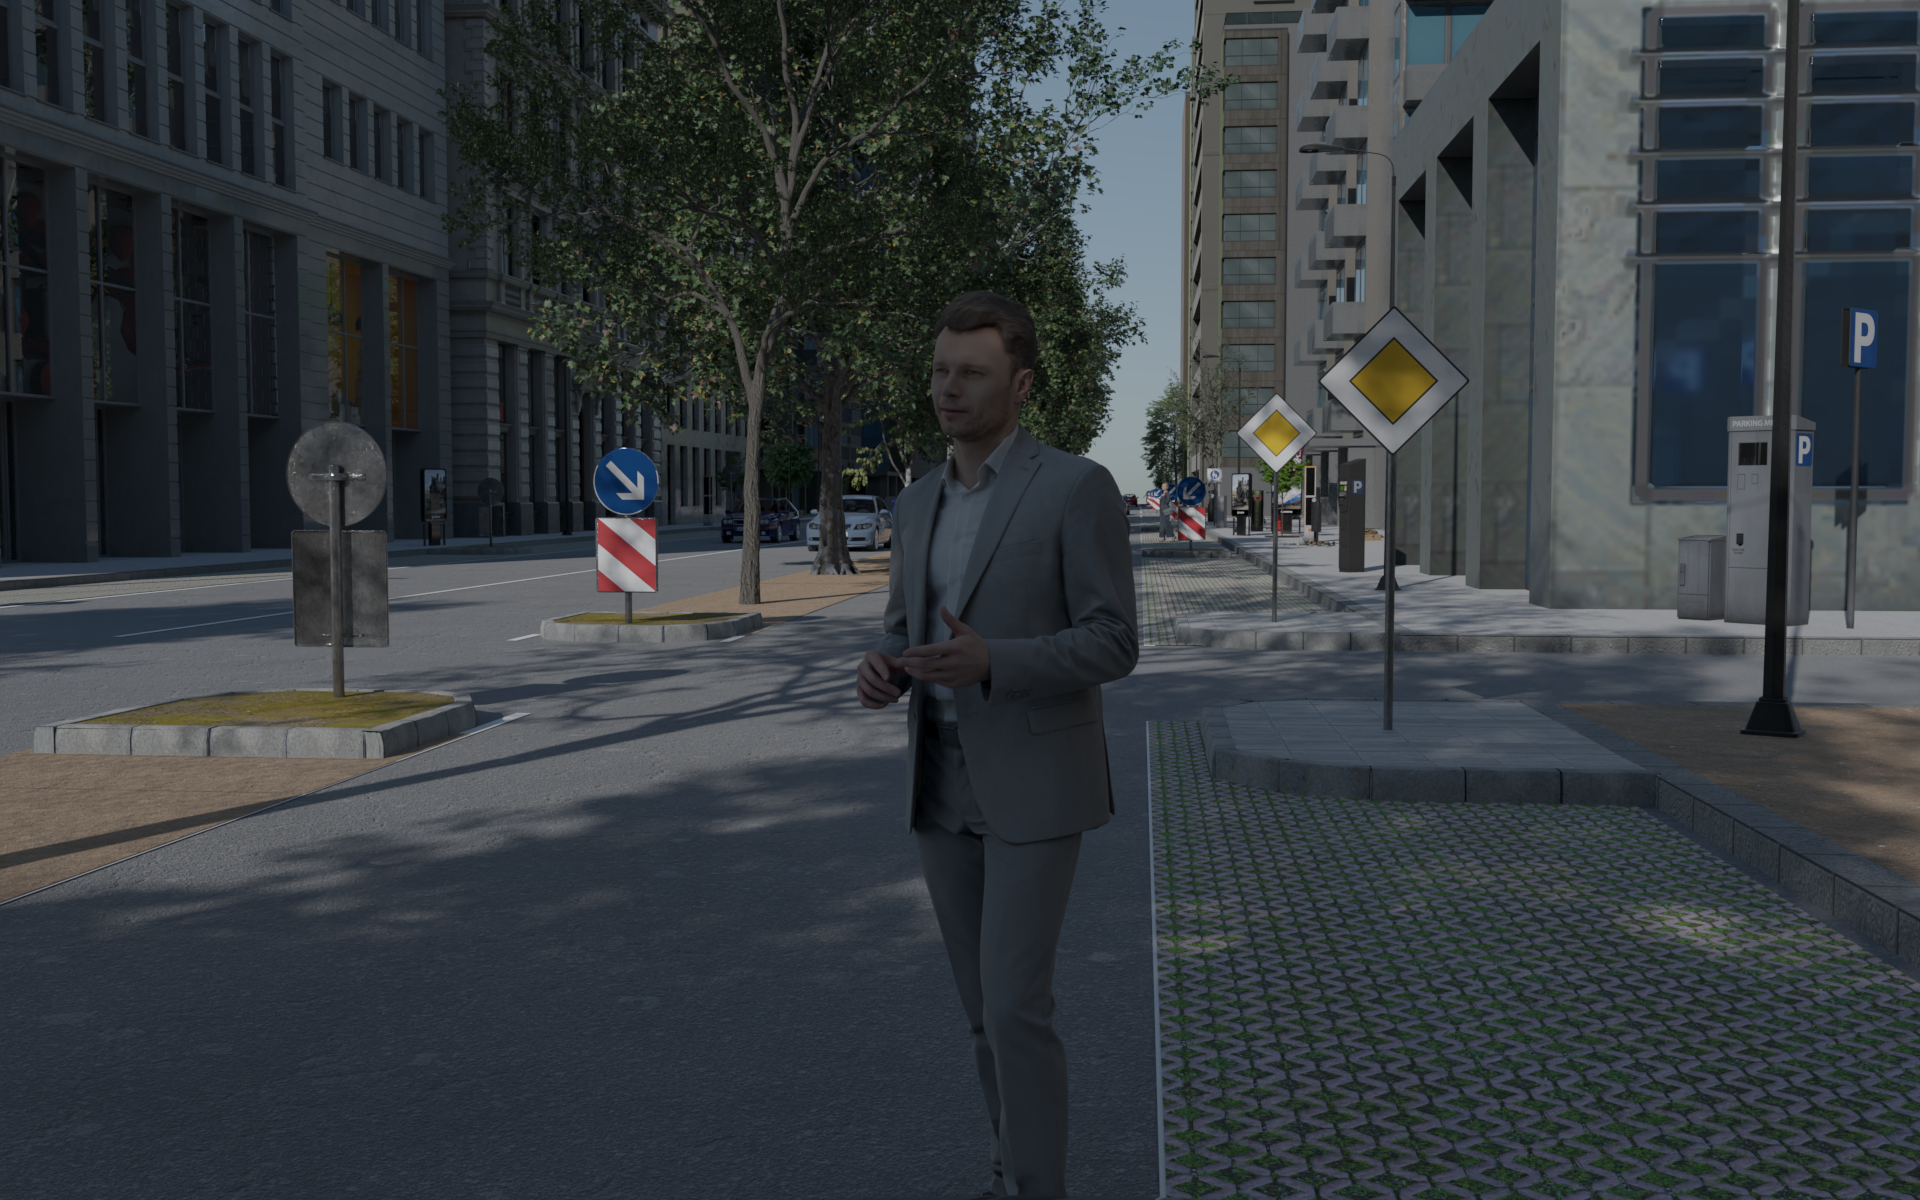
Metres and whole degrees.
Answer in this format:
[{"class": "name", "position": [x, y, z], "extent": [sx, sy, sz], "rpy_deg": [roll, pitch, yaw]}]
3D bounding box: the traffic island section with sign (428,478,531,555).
[{"class": "traffic island section with sign", "position": [-11.410, -2.009, 41.479], "extent": [1.989, 1.847, 2.006], "rpy_deg": [0, 4, 6]}]

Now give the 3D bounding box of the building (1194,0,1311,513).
[{"class": "building", "position": [27.857, -30.657, 124.939], "extent": [21.300, 48.544, 21.600], "rpy_deg": [0, 4, 6]}]

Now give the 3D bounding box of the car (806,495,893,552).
[{"class": "car", "position": [-2.764, -1.998, 44.663], "extent": [2.014, 1.417, 4.499], "rpy_deg": [0, 4, 6]}]

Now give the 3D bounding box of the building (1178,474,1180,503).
[{"class": "building", "position": [41.152, -56.233, 232.084], "extent": [22.319, 86.520, 31.000], "rpy_deg": [0, 4, 6]}]

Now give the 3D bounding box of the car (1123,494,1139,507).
[{"class": "car", "position": [19.085, -11.369, 194.925], "extent": [2.155, 1.783, 4.494], "rpy_deg": [0, 4, 5]}]

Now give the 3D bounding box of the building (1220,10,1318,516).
[{"class": "building", "position": [23.034, -20.532, 107.405], "extent": [14.160, 30.474, 14.107], "rpy_deg": [0, 4, 6]}]

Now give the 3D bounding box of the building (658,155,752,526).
[{"class": "building", "position": [-16.291, -13.659, 78.083], "extent": [10.420, 20.320, 16.860], "rpy_deg": [0, 4, 6]}]

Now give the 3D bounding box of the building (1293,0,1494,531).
[{"class": "building", "position": [25.297, -27.439, 68.243], "extent": [23.786, 49.044, 30.456], "rpy_deg": [0, 4, 6]}]

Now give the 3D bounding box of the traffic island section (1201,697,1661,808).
[{"class": "traffic island section", "position": [2.352, 0.785, 9.443], "extent": [2.009, 0.180, 2.903], "rpy_deg": [0, 4, 6]}]

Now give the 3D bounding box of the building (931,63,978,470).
[{"class": "building", "position": [-13.170, -36.944, 193.276], "extent": [28.713, 52.752, 27.495], "rpy_deg": [0, 4, 6]}]

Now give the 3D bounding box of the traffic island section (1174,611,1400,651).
[{"class": "traffic island section", "position": [3.176, 0.299, 17.386], "extent": [2.009, 0.180, 2.903], "rpy_deg": [0, 4, 6]}]

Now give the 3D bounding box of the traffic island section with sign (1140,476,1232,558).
[{"class": "traffic island section with sign", "position": [5.146, -1.887, 39.488], "extent": [1.989, 1.847, 2.006], "rpy_deg": [0, 4, 6]}]

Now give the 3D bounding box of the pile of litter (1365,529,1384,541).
[{"class": "pile of litter", "position": [11.286, -2.097, 48.245], "extent": [1.176, 0.858, 1.719], "rpy_deg": [3, 5, 40]}]

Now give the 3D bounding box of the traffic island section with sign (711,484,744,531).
[{"class": "traffic island section with sign", "position": [-8.628, -3.649, 68.291], "extent": [1.989, 1.847, 2.006], "rpy_deg": [0, 4, 6]}]

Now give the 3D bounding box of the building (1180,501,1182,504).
[{"class": "building", "position": [37.355, -35.647, 206.523], "extent": [21.300, 48.544, 21.600], "rpy_deg": [0, 4, 6]}]

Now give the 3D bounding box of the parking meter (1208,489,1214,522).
[{"class": "parking meter", "position": [11.663, -4.392, 80.225], "extent": [0.372, 1.533, 0.369], "rpy_deg": [0, 3, 0]}]

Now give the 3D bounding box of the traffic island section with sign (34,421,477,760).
[{"class": "traffic island section with sign", "position": [-3.993, -0.135, 10.339], "extent": [2.006, 1.907, 1.989], "rpy_deg": [0, 4, 6]}]

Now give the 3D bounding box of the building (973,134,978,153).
[{"class": "building", "position": [-7.052, -36.833, 221.832], "extent": [23.786, 49.044, 30.456], "rpy_deg": [0, 4, 6]}]

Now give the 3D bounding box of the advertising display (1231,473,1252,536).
[{"class": "advertising display", "position": [8.665, -2.940, 53.291], "extent": [0.123, 1.923, 0.974], "rpy_deg": [-2, 4, -24]}]

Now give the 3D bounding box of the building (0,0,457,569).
[{"class": "building", "position": [-21.458, -15.744, 34.905], "extent": [11.434, 29.767, 29.804], "rpy_deg": [0, 4, 6]}]

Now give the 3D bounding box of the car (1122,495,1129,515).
[{"class": "car", "position": [10.342, -6.381, 116.334], "extent": [2.014, 1.417, 4.499], "rpy_deg": [0, 4, 7]}]

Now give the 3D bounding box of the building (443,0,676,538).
[{"class": "building", "position": [-17.556, -14.115, 59.653], "extent": [11.050, 23.489, 19.941], "rpy_deg": [0, 4, 6]}]

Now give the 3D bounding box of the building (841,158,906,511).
[{"class": "building", "position": [-20.934, -27.224, 136.991], "extent": [32.217, 40.220, 23.993], "rpy_deg": [0, 4, 6]}]

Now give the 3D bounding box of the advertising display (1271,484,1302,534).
[{"class": "advertising display", "position": [10.482, -3.081, 55.582], "extent": [0.974, 1.923, 0.123], "rpy_deg": [1, 4, 14]}]

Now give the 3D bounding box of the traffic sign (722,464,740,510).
[{"class": "traffic sign", "position": [-9.752, -4.503, 73.725], "extent": [0.768, 2.556, 0.104], "rpy_deg": [1, 4, 10]}]

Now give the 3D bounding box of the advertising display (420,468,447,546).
[{"class": "advertising display", "position": [-13.092, -2.317, 43.096], "extent": [0.123, 1.923, 0.974], "rpy_deg": [1, 4, 17]}]

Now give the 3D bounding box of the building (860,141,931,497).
[{"class": "building", "position": [-10.340, -30.900, 155.324], "extent": [14.600, 45.320, 14.200], "rpy_deg": [0, 4, 6]}]

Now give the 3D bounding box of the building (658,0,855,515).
[{"class": "building", "position": [-18.883, -27.838, 109.774], "extent": [22.147, 44.769, 28.867], "rpy_deg": [0, 4, 6]}]

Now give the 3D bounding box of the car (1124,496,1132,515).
[{"class": "car", "position": [10.989, -6.615, 120.731], "extent": [1.945, 1.354, 3.894], "rpy_deg": [0, 4, 5]}]

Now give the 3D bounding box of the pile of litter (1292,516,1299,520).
[{"class": "pile of litter", "position": [16.417, -4.503, 87.585], "extent": [1.719, 0.858, 1.176], "rpy_deg": [1, 4, 16]}]

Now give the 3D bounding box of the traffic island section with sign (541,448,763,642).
[{"class": "traffic island section with sign", "position": [-3.219, -0.585, 17.706], "extent": [2.006, 1.907, 1.989], "rpy_deg": [0, 4, 6]}]

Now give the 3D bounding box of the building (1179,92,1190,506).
[{"class": "building", "position": [31.176, -32.943, 188.722], "extent": [14.600, 45.320, 14.200], "rpy_deg": [0, 4, 6]}]

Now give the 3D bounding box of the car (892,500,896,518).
[{"class": "car", "position": [-2.583, -5.007, 91.448], "extent": [1.945, 1.707, 3.694], "rpy_deg": [0, 4, 5]}]

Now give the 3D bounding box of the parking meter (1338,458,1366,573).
[{"class": "parking meter", "position": [6.417, -1.386, 28.375], "extent": [0.399, 1.863, 0.255], "rpy_deg": [-2, 4, -25]}]

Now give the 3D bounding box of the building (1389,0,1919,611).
[{"class": "building", "position": [23.142, -43.640, 26.181], "extent": [31.000, 86.520, 22.319], "rpy_deg": [0, 4, 6]}]

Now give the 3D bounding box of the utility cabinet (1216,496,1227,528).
[{"class": "utility cabinet", "position": [10.031, -3.380, 66.420], "extent": [0.306, 1.237, 1.020], "rpy_deg": [1, 4, 15]}]

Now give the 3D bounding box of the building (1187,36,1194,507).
[{"class": "building", "position": [27.894, -29.012, 157.934], "extent": [14.154, 41.232, 14.086], "rpy_deg": [0, 4, 6]}]

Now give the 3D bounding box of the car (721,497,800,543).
[{"class": "car", "position": [-5.964, -2.408, 51.945], "extent": [1.945, 1.354, 3.894], "rpy_deg": [0, 4, 7]}]
